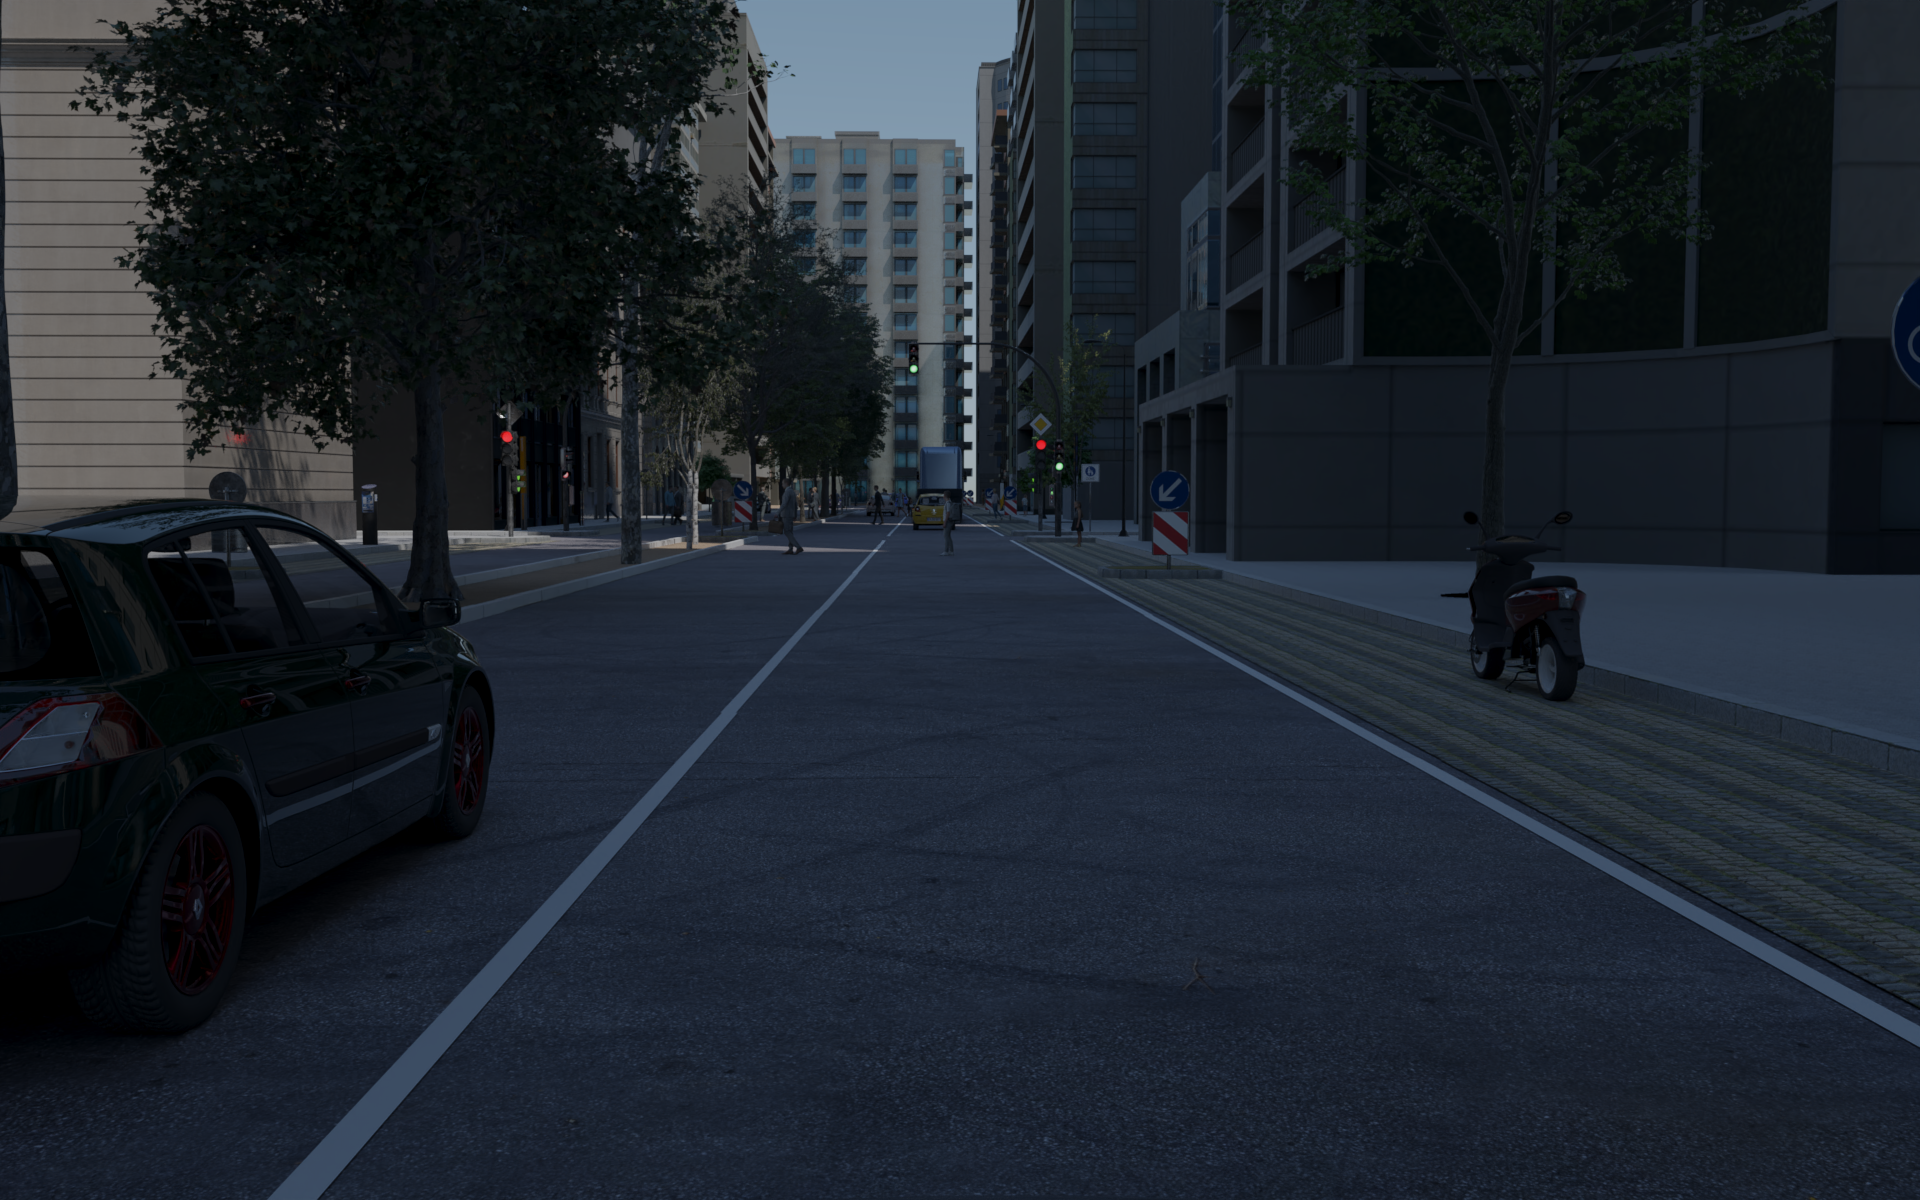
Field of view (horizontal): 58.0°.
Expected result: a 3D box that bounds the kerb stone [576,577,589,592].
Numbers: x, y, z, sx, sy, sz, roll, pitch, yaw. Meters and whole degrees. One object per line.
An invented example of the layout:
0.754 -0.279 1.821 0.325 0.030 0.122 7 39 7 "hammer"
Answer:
-5.701 -0.216 25.721 0.120 0.150 1.000 0 4 -1 "kerb stone"

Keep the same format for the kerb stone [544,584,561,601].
-5.655 -0.090 23.671 0.120 0.150 1.000 0 4 -1 "kerb stone"

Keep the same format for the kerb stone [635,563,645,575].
-5.800 -0.527 30.844 0.120 0.150 1.000 0 4 -1 "kerb stone"

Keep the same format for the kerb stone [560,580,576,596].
-5.677 -0.153 24.694 0.120 0.150 1.000 0 4 -1 "kerb stone"

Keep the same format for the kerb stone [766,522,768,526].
-8.807 -3.377 77.446 0.120 0.150 1.000 0 4 -1 "kerb stone"

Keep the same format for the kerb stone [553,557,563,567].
-7.961 -0.711 33.820 0.120 0.150 1.000 0 4 -1 "kerb stone"

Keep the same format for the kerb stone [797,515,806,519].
-9.254 -4.822 101.037 0.120 0.150 1.000 0 4 -1 "kerb stone"

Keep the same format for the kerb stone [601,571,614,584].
-5.739 -0.341 27.770 0.120 0.150 1.000 0 4 -1 "kerb stone"

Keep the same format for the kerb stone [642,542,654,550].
-8.180 -1.391 45.082 0.120 0.150 1.000 0 4 -1 "kerb stone"

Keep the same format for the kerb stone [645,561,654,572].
-5.822 -0.588 31.866 0.120 0.150 1.000 0 4 -1 "kerb stone"

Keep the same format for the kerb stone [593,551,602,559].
-8.044 -0.962 37.917 0.120 0.150 1.000 0 4 -1 "kerb stone"

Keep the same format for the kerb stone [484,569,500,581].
-7.857 -0.397 28.702 0.120 0.150 1.000 0 4 -1 "kerb stone"

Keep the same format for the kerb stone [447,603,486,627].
-5.576 0.160 19.577 0.120 0.150 1.000 0 4 -1 "kerb stone"

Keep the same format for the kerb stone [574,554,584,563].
-7.993 -0.836 35.868 0.120 0.150 1.000 0 4 -1 "kerb stone"

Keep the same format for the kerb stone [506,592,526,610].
-5.623 0.038 21.621 0.120 0.150 1.000 0 4 -1 "kerb stone"

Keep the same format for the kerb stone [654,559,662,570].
-5.840 -0.651 32.887 0.120 0.150 1.000 0 4 -1 "kerb stone"

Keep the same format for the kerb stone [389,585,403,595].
-7.755 -0.083 23.586 0.120 0.150 1.000 0 4 -1 "kerb stone"

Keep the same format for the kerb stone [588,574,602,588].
-5.716 -0.278 26.743 0.120 0.150 1.000 0 4 -1 "kerb stone"

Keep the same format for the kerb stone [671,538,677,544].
-8.255 -1.650 49.196 0.120 0.150 1.000 0 4 -1 "kerb stone"

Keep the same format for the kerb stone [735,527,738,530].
-8.562 -2.625 65.118 0.120 0.150 1.000 0 4 -1 "kerb stone"

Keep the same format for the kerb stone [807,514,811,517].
-9.381 -5.198 107.188 0.120 0.150 1.000 0 4 -1 "kerb stone"

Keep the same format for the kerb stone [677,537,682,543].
-8.276 -1.714 50.217 0.120 0.150 1.000 0 4 -1 "kerb stone"

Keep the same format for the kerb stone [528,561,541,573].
-7.911 -0.581 31.773 0.120 0.150 1.000 0 4 -1 "kerb stone"

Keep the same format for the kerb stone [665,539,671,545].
-8.236 -1.582 48.166 0.120 0.150 1.000 0 4 -1 "kerb stone"

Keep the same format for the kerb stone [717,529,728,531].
-8.503 -2.437 62.035 0.120 0.150 1.000 0 4 -1 "kerb stone"

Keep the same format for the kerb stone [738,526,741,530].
-8.584 -2.686 66.144 0.120 0.150 1.000 0 4 -1 "kerb stone"

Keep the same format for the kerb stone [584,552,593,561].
-8.019 -0.899 36.890 0.120 0.150 1.000 0 4 -1 "kerb stone"

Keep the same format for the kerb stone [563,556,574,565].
-7.978 -0.774 34.847 0.120 0.150 1.000 0 4 -1 "kerb stone"

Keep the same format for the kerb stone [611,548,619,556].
-8.069 -1.087 39.961 0.120 0.150 1.000 0 4 -1 "kerb stone"

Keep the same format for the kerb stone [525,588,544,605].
-5.648 -0.027 22.649 0.120 0.150 1.000 0 4 -1 "kerb stone"

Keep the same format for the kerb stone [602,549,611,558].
-8.057 -1.024 38.939 0.120 0.150 1.000 0 4 -1 "kerb stone"

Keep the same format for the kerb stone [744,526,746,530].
-8.624 -2.813 68.192 0.120 0.150 1.000 0 4 -1 "kerb stone"

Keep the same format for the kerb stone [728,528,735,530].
-8.541 -2.562 64.086 0.120 0.150 1.000 0 4 -1 "kerb stone"

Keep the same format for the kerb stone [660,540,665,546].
-8.221 -1.525 47.132 0.120 0.150 1.000 0 4 -1 "kerb stone"

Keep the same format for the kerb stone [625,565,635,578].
-5.781 -0.466 29.820 0.120 0.150 1.000 0 4 -1 "kerb stone"

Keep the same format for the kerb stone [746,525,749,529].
-8.644 -2.875 69.218 0.120 0.150 1.000 0 4 -1 "kerb stone"

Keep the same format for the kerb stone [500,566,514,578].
-7.875 -0.459 29.724 0.120 0.150 1.000 0 4 -1 "kerb stone"

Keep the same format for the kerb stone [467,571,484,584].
-7.832 -0.335 27.681 0.120 0.150 1.000 0 4 -1 "kerb stone"

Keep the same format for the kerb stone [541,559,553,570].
-7.932 -0.646 32.799 0.120 0.150 1.000 0 4 -1 "kerb stone"

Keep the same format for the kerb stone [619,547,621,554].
-8.098 -1.149 40.984 0.120 0.150 1.000 0 4 -1 "kerb stone"

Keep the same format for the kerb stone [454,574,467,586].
-7.817 -0.272 26.659 0.120 0.150 1.000 0 4 -1 "kerb stone"

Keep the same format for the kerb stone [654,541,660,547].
-8.196 -1.460 46.111 0.120 0.150 1.000 0 4 -1 "kerb stone"

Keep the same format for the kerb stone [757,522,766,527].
-8.782 -3.315 76.418 0.120 0.150 1.000 0 4 -1 "kerb stone"

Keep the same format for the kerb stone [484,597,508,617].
-5.595 0.103 20.599 0.120 0.150 1.000 0 4 -1 "kerb stone"

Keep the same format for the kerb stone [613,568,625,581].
-5.767 -0.399 28.791 0.120 0.150 1.000 0 4 -1 "kerb stone"

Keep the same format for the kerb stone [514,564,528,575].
-7.891 -0.523 30.749 0.120 0.150 1.000 0 4 -1 "kerb stone"
